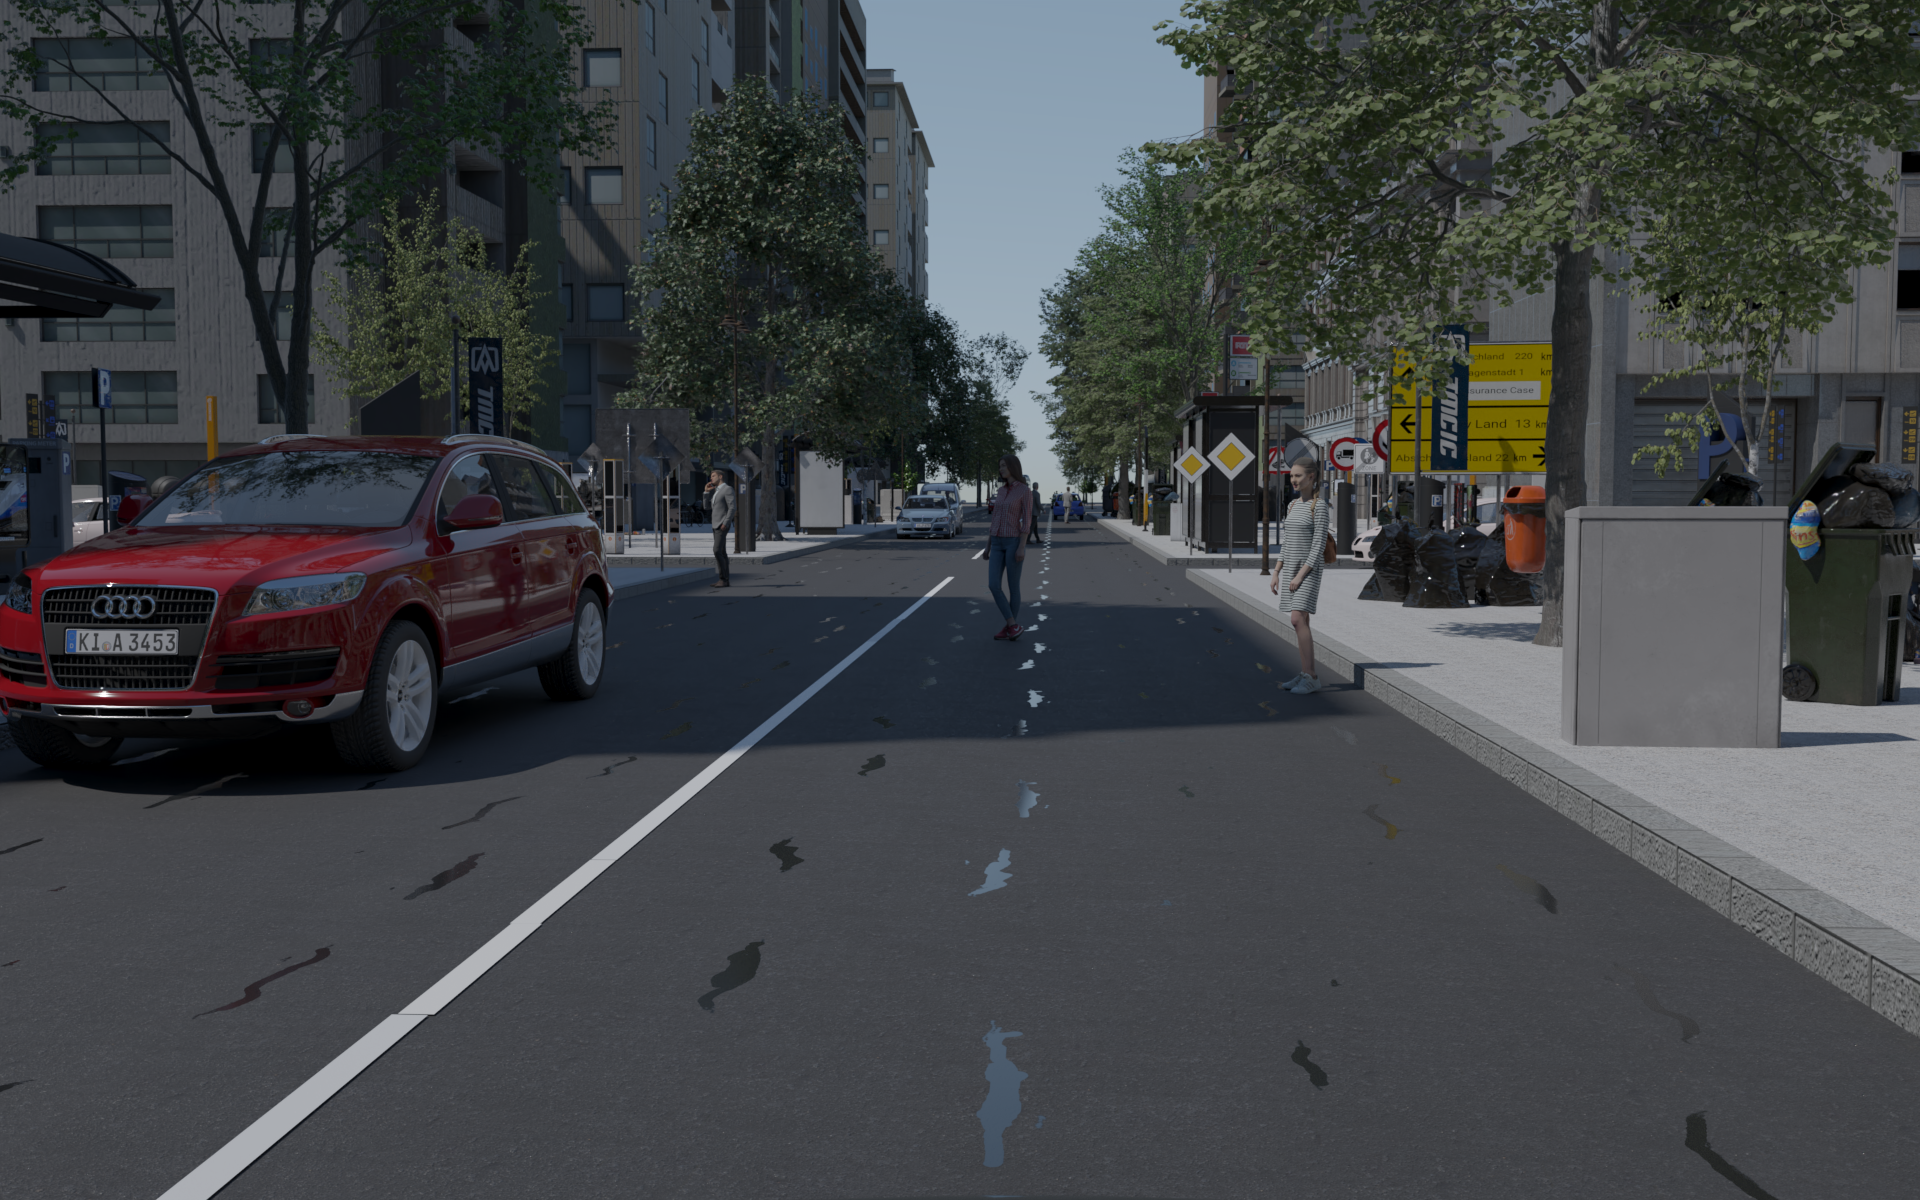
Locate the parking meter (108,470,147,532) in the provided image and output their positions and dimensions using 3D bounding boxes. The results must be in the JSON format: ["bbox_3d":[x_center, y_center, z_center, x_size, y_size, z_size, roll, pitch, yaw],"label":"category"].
[{"bbox_3d":[-8.828,-0.611,18.402,0.372,1.533,0.369,0,3,0],"label":"parking meter"}]

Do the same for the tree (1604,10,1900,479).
[{"bbox_3d":[11.655,-4.594,25.471,4.737,8.622,4.395,0,3,0],"label":"tree"}]

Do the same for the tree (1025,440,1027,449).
[{"bbox_3d":[3.336,-17.600,204.769,9.611,12.733,9.660,0,3,0],"label":"tree"}]

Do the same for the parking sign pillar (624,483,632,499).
[{"bbox_3d":[-14.451,-5.255,74.393,1.447,3.967,1.447,1,4,13],"label":"parking sign pillar"}]

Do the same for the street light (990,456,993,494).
[{"bbox_3d":[3.651,-13.670,196.293,0.468,5.910,1.993,0,4,3],"label":"street light"}]

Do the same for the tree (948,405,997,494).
[{"bbox_3d":[0.003,-11.080,131.522,4.737,8.622,4.395,0,3,0],"label":"tree"}]

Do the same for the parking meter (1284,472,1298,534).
[{"bbox_3d":[8.094,-2.227,42.117,0.399,1.863,0.255,-1,4,-23],"label":"parking meter"}]

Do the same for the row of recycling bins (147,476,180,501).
[{"bbox_3d":[-17.834,-2.014,40.044,1.069,1.692,3.534,2,4,35],"label":"row of recycling bins"}]

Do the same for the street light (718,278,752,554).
[{"bbox_3d":[-4.797,-3.935,37.121,0.468,5.910,1.993,0,4,3],"label":"street light"}]

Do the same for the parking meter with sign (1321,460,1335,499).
[{"bbox_3d":[18.834,-5.709,89.608,0.543,3.016,1.738,0,4,-6],"label":"parking meter with sign"}]

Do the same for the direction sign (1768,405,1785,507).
[{"bbox_3d":[20.896,-3.205,44.391,0.379,3.537,0.876,0,4,2],"label":"direction sign"}]

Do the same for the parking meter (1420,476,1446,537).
[{"bbox_3d":[6.737,-1.000,24.753,0.372,1.533,0.369,0,3,0],"label":"parking meter"}]

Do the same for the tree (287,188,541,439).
[{"bbox_3d":[-13.413,-5.561,41.288,4.737,8.622,4.395,0,3,0],"label":"tree"}]

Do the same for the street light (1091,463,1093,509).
[{"bbox_3d":[11.061,-10.512,144.657,0.468,5.910,1.993,0,4,3],"label":"street light"}]

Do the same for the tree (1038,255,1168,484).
[{"bbox_3d":[12.624,-16.762,129.950,12.611,20.169,13.585,0,3,0],"label":"tree"}]

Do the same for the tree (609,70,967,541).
[{"bbox_3d":[-5.149,-7.961,47.163,9.611,12.733,9.660,0,3,0],"label":"tree"}]

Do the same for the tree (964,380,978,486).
[{"bbox_3d":[1.969,-15.527,171.995,7.486,12.596,7.792,0,3,0],"label":"tree"}]

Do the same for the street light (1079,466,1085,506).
[{"bbox_3d":[13.402,-13.082,186.675,0.468,5.910,1.993,0,4,3],"label":"street light"}]

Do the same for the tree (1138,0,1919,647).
[{"bbox_3d":[5.511,-5.873,14.154,7.486,12.596,7.792,0,3,0],"label":"tree"}]

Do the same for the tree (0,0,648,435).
[{"bbox_3d":[-7.207,-5.651,18.144,9.928,11.665,9.643,0,3,0],"label":"tree"}]

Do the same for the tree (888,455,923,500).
[{"bbox_3d":[-2.775,-5.577,85.787,1.663,3.219,1.824,0,3,0],"label":"tree"}]

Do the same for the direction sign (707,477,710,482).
[{"bbox_3d":[-16.185,-7.169,109.207,0.876,3.537,0.379,1,4,18],"label":"direction sign"}]

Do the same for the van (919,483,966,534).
[{"bbox_3d":[-0.763,-3.409,62.742,2.013,2.044,4.112,0,4,2],"label":"van"}]

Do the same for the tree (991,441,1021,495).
[{"bbox_3d":[4.269,-17.343,217.970,7.601,10.594,8.767,1,4,15],"label":"tree"}]

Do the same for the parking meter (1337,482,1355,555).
[{"bbox_3d":[8.124,-1.715,36.450,0.372,1.533,0.369,0,3,0],"label":"parking meter"}]

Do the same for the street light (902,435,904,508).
[{"bbox_3d":[-2.628,-6.520,79.386,0.468,5.910,1.993,0,4,3],"label":"street light"}]

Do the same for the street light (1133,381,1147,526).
[{"bbox_3d":[7.110,-5.857,68.546,0.468,5.910,1.993,0,4,3],"label":"street light"}]

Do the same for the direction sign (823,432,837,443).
[{"bbox_3d":[-4.478,-4.170,60.182,0.876,3.537,0.379,-2,4,-35],"label":"direction sign"}]

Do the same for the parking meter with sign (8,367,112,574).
[{"bbox_3d":[-12.731,-1.696,23.984,1.738,3.016,0.543,-1,4,-9],"label":"parking meter with sign"}]

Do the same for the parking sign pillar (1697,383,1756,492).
[{"bbox_3d":[18.263,-3.232,41.307,1.447,3.967,1.447,-2,4,-26],"label":"parking sign pillar"}]

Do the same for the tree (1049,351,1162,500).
[{"bbox_3d":[9.386,-10.428,104.908,8.767,10.594,7.601,1,4,9],"label":"tree"}]

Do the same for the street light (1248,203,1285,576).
[{"bbox_3d":[4.824,-3.327,27.176,0.468,5.910,1.993,0,4,3],"label":"street light"}]

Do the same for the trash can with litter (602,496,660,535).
[{"bbox_3d":[-10.599,-2.665,54.622,1.678,1.210,2.233,-3,5,-44],"label":"trash can with litter"}]

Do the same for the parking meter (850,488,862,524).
[{"bbox_3d":[-4.352,-3.978,73.449,0.372,1.533,0.369,0,3,0],"label":"parking meter"}]

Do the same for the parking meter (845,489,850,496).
[{"bbox_3d":[-5.153,-4.329,79.196,0.372,1.533,0.369,0,3,0],"label":"parking meter"}]

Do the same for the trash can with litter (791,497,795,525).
[{"bbox_3d":[-6.496,-3.682,71.592,1.055,1.170,0.624,-3,5,-42],"label":"trash can with litter"}]

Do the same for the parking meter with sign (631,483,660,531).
[{"bbox_3d":[-11.040,-3.920,60.346,1.738,3.016,0.543,-3,4,-37],"label":"parking meter with sign"}]

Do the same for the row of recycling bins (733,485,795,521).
[{"bbox_3d":[-9.135,-4.587,82.109,3.534,1.692,1.069,-2,4,-27],"label":"row of recycling bins"}]

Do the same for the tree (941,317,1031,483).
[{"bbox_3d":[1.001,-20.191,186.017,12.611,20.169,13.585,0,3,0],"label":"tree"}]

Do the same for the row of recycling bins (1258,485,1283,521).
[{"bbox_3d":[14.446,-4.567,81.775,3.534,1.692,1.069,2,4,28],"label":"row of recycling bins"}]

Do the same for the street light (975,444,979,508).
[{"bbox_3d":[1.532,-11.175,155.491,0.468,5.910,1.993,0,4,3],"label":"street light"}]

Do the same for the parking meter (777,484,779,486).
[{"bbox_3d":[-9.825,-5.351,93.198,0.399,1.863,0.255,0,4,-1],"label":"parking meter"}]

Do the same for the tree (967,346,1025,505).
[{"bbox_3d":[-2.680,-11.203,100.171,9.611,12.733,9.660,0,3,0],"label":"tree"}]

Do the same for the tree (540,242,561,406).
[{"bbox_3d":[-12.720,-5.912,47.026,4.737,8.622,4.395,0,3,0],"label":"tree"}]

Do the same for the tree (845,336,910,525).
[{"bbox_3d":[-4.018,-7.469,72.479,4.737,8.622,4.395,0,3,0],"label":"tree"}]

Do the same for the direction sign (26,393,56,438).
[{"bbox_3d":[-20.841,-2.897,39.358,0.379,3.537,0.876,1,4,12],"label":"direction sign"}]

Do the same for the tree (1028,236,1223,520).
[{"bbox_3d":[8.338,-11.014,86.729,9.857,13.997,8.962,0,3,0],"label":"tree"}]

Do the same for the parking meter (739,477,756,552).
[{"bbox_3d":[-4.757,-2.003,38.455,0.399,1.863,0.255,1,4,20],"label":"parking meter"}]

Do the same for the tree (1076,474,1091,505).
[{"bbox_3d":[11.619,-9.815,155.083,1.663,3.219,1.824,0,3,0],"label":"tree"}]

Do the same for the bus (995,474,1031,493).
[{"bbox_3d":[4.949,-9.938,157.349,2.948,3.499,13.247,0,4,4],"label":"bus"}]

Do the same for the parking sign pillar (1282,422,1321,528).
[{"bbox_3d":[12.874,-4.687,65.108,1.447,3.967,1.447,0,4,-1],"label":"parking sign pillar"}]

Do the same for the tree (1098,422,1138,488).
[{"bbox_3d":[10.733,-10.191,116.980,4.737,8.622,4.395,0,3,0],"label":"tree"}]

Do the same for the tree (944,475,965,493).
[{"bbox_3d":[-0.458,-8.637,135.823,1.663,3.219,1.824,0,3,0],"label":"tree"}]

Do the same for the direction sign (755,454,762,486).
[{"bbox_3d":[-11.298,-6.501,98.282,0.876,3.537,0.379,0,4,-6],"label":"direction sign"}]

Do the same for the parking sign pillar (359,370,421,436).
[{"bbox_3d":[-12.344,-2.994,37.430,1.447,3.967,1.447,-3,4,-36],"label":"parking sign pillar"}]

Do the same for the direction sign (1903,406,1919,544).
[{"bbox_3d":[24.688,-3.214,44.550,0.876,3.537,0.379,3,5,44],"label":"direction sign"}]

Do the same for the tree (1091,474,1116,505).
[{"bbox_3d":[12.102,-8.995,141.669,1.663,3.219,1.824,0,3,0],"label":"tree"}]

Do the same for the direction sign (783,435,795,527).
[{"bbox_3d":[-6.591,-4.591,67.057,0.379,3.537,0.876,-3,5,-41],"label":"direction sign"}]

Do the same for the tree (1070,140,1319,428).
[{"bbox_3d":[6.964,-7.684,51.382,9.928,11.665,9.643,0,3,0],"label":"tree"}]
